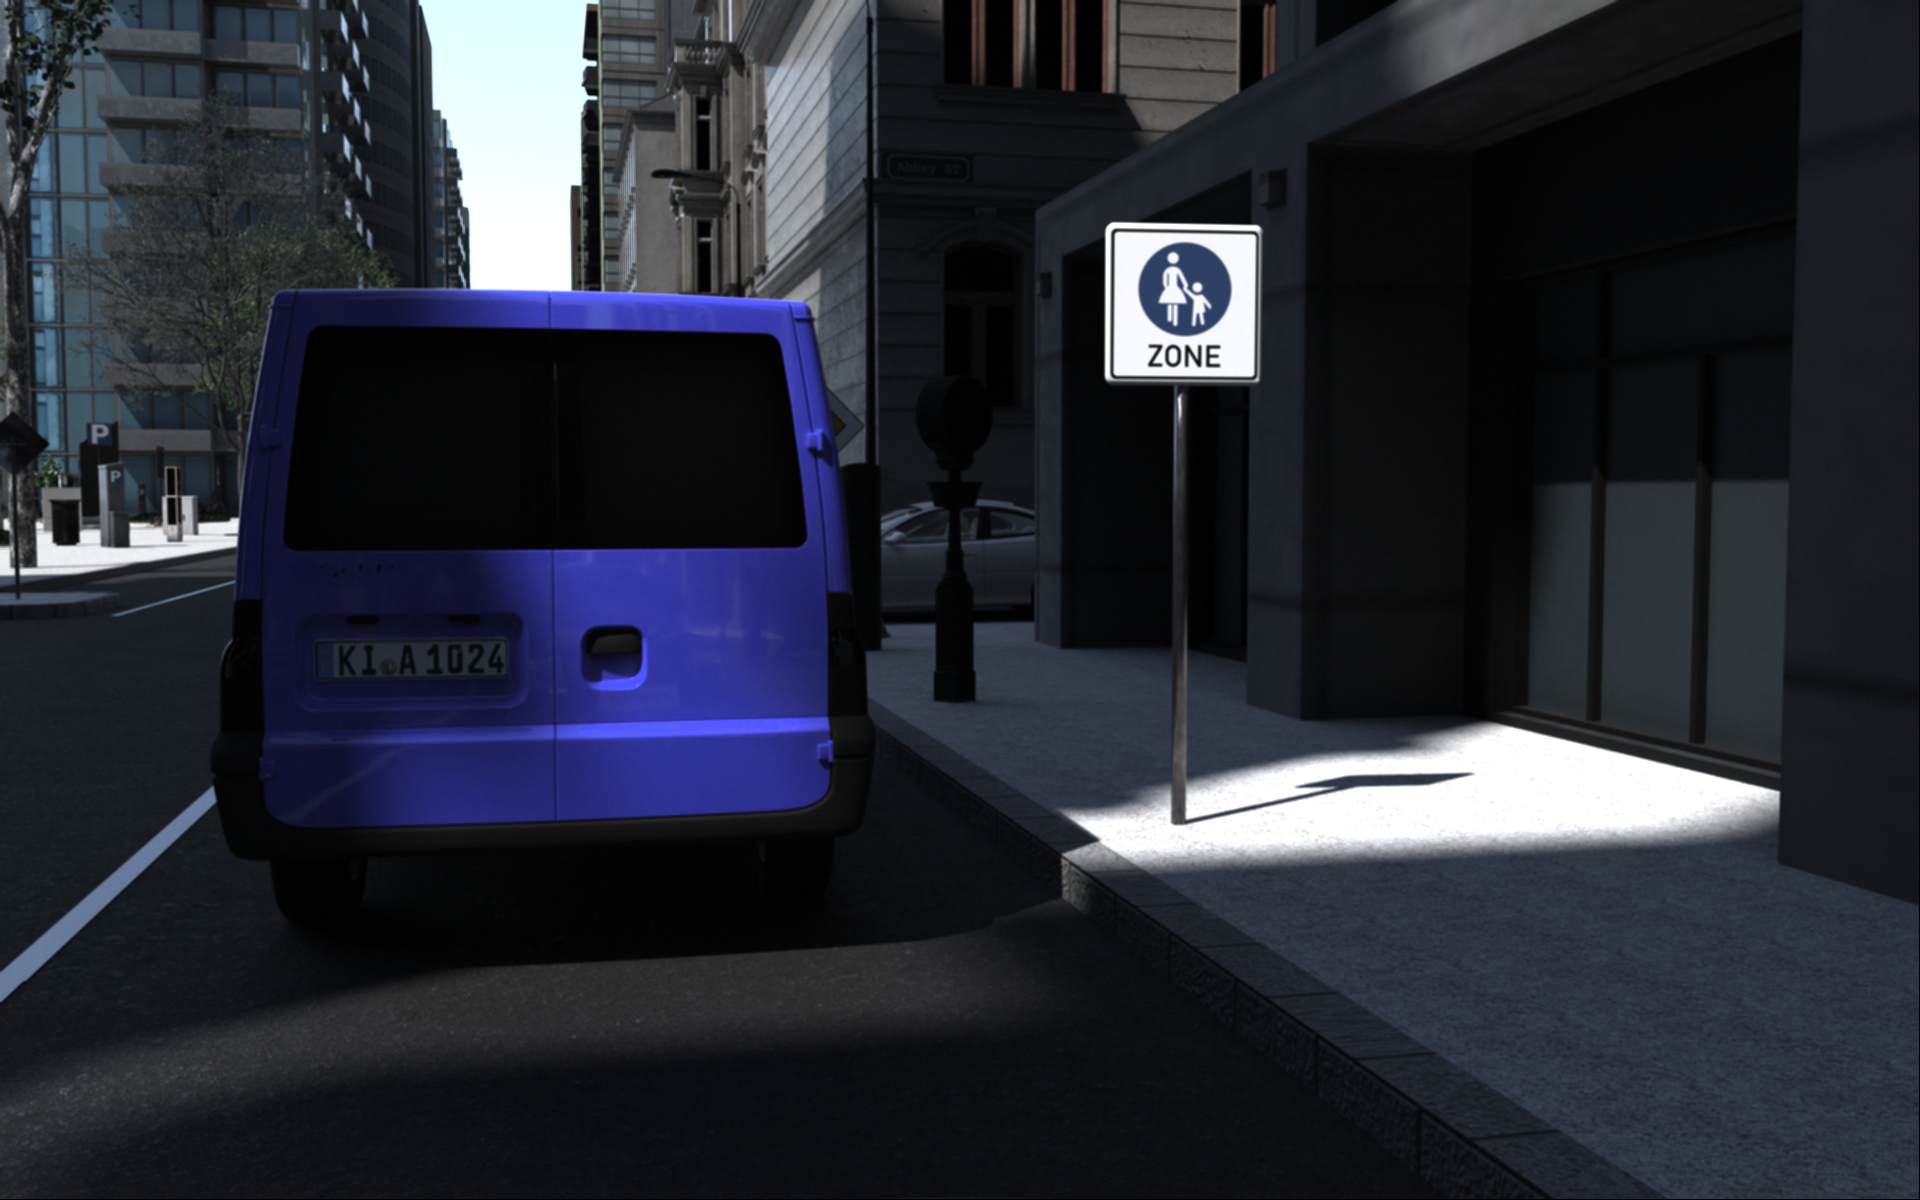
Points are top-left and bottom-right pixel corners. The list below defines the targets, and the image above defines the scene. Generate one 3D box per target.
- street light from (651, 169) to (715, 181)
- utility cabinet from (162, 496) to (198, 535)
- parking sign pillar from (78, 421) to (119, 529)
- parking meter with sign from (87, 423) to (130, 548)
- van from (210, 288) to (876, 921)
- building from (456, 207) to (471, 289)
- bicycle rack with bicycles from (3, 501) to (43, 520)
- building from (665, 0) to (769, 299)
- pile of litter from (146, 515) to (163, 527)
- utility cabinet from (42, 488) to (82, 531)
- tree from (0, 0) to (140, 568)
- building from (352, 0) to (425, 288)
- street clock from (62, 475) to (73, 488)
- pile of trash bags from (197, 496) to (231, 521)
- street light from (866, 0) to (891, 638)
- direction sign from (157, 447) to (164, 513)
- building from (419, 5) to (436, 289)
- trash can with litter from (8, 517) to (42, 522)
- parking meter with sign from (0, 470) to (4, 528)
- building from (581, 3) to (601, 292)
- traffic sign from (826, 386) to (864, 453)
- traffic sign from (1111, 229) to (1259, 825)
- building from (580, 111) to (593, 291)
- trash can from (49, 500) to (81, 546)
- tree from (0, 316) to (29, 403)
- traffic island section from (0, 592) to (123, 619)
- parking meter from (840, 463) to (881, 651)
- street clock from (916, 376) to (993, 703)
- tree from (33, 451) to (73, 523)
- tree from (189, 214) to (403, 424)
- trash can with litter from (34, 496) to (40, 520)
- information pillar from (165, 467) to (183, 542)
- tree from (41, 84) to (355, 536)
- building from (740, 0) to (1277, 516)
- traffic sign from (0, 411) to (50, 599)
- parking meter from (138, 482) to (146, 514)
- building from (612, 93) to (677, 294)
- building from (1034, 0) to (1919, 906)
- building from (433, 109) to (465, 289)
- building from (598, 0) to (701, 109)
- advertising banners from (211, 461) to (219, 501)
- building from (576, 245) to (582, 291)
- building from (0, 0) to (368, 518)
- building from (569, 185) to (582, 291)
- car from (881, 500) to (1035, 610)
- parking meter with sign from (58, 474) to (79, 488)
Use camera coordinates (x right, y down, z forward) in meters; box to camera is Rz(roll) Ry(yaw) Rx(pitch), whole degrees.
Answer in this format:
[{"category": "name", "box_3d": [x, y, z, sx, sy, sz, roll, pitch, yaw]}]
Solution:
[{"category": "street light", "box_3d": [-3.727, -3.211, 25.039, 1.470, 5.913, 1.316, -1, 4, -13]}, {"category": "utility cabinet", "box_3d": [-24.376, -2.628, 54.133, 1.020, 1.237, 0.306, 0, 4, 6]}, {"category": "parking sign pillar", "box_3d": [-31.494, -4.580, 63.347, 1.447, 3.967, 1.447, -3, 4, -38]}, {"category": "parking meter with sign", "box_3d": [-20.548, -2.792, 41.908, 0.543, 3.016, 1.738, -3, 5, -41]}, {"category": "van", "box_3d": [-1.728, -0.197, 7.606, 2.240, 2.365, 5.245, -1, 4, -12]}, {"category": "building", "box_3d": [-74.670, -33.923, 238.239, 14.154, 41.232, 14.086, -1, 4, -13]}, {"category": "bicycle rack with bicycles", "box_3d": [-46.915, -4.486, 86.731, 2.852, 0.926, 2.925, 1, 4, 10]}, {"category": "building", "box_3d": [-3.211, -14.900, 62.706, 14.460, 24.649, 34.723, -1, 4, -13]}, {"category": "pile of litter", "box_3d": [-31.124, -3.323, 68.289, 1.719, 0.858, 1.176, -1, 4, -14]}, {"category": "utility cabinet", "box_3d": [-30.579, -3.077, 58.996, 1.173, 1.500, 0.318, -2, 4, -30]}, {"category": "tree", "box_3d": [-17.800, -10.620, 29.520, 12.611, 20.169, 13.585, 0, 3, 0]}, {"category": "building", "box_3d": [-53.364, -36.180, 133.543, 21.231, 58.520, 28.212, -1, 4, -13]}, {"category": "street clock", "box_3d": [-33.882, -3.746, 65.815, 0.471, 2.002, 0.358, 3, 5, 41]}, {"category": "pile of trash bags", "box_3d": [-35.615, -4.495, 83.250, 3.447, 1.369, 1.912, -2, 4, -32]}, {"category": "street light", "box_3d": [-1.323, -2.613, 15.271, 1.470, 5.913, 1.316, -1, 4, -13]}, {"category": "direction sign", "box_3d": [-38.267, -5.563, 82.953, 0.379, 3.537, 0.876, 0, 4, -7]}, {"category": "building", "box_3d": [-54.723, -30.922, 155.680, 14.600, 45.320, 14.200, -1, 4, -13]}, {"category": "trash can with litter", "box_3d": [-43.190, -4.205, 79.801, 2.233, 1.210, 1.678, 1, 4, 14]}, {"category": "parking meter with sign", "box_3d": [-31.108, -3.631, 55.623, 0.543, 3.016, 1.738, -1, 4, -13]}, {"category": "building", "box_3d": [-22.820, -30.761, 157.574, 22.147, 44.769, 28.867, -1, 4, -13]}, {"category": "traffic sign", "box_3d": [-1.241, -0.715, 15.339, 0.795, 2.450, 0.064, -1, 4, -13]}, {"category": "traffic sign", "box_3d": [0.848, -0.277, 6.664, 0.606, 2.300, 0.079, 0, 4, -7]}, {"category": "building", "box_3d": [-34.205, -30.957, 189.742, 14.154, 41.232, 14.086, -1, 4, -13]}, {"category": "trash can", "box_3d": [-22.378, -1.938, 43.337, 0.748, 1.137, 0.748, 0, 3, 0]}, {"category": "tree", "box_3d": [-34.808, -6.723, 60.285, 4.737, 8.622, 4.395, 0, 3, 0]}, {"category": "traffic island section", "box_3d": [-11.536, 0.068, 21.172, 2.009, 0.180, 2.903, -1, 4, -13]}, {"category": "parking meter", "box_3d": [-0.836, -0.358, 14.268, 0.372, 1.533, 0.369, 0, 3, 0]}, {"category": "street clock", "box_3d": [-0.033, -0.375, 10.700, 0.358, 2.002, 0.471, 3, 5, 41]}, {"category": "tree", "box_3d": [-40.712, -5.063, 77.378, 1.663, 3.219, 1.824, 0, 3, 0]}, {"category": "tree", "box_3d": [-24.180, -8.424, 63.483, 9.928, 11.665, 9.643, 0, 3, 0]}, {"category": "trash can with litter", "box_3d": [-45.158, -4.437, 83.933, 1.055, 1.170, 0.624, 1, 4, 20]}, {"category": "information pillar", "box_3d": [-21.108, -2.570, 46.505, 0.304, 2.012, 0.304, 0, 4, -2]}, {"category": "tree", "box_3d": [-22.205, -8.725, 53.019, 12.009, 13.543, 11.850, 0, 3, 0]}, {"category": "building", "box_3d": [8.103, -15.018, 32.938, 23.554, 28.519, 14.401, -1, 4, -13]}, {"category": "traffic sign", "box_3d": [-11.515, -1.069, 21.116, 0.795, 2.450, 0.064, -1, 4, -13]}, {"category": "parking meter", "box_3d": [-40.620, -4.912, 86.014, 0.255, 1.863, 0.399, -1, 4, -12]}, {"category": "building", "box_3d": [-12.296, -14.617, 88.134, 9.793, 20.994, 18.267, -1, 4, -13]}, {"category": "building", "box_3d": [12.969, -34.684, 5.342, 20.563, 71.187, 20.611, -1, 4, -13]}, {"category": "building", "box_3d": [-73.280, -36.424, 215.137, 23.786, 49.044, 30.456, -1, 4, -13]}, {"category": "building", "box_3d": [-15.375, -25.969, 108.183, 14.154, 41.232, 14.086, -1, 4, -13]}, {"category": "advertising banners", "box_3d": [-38.726, -5.744, 90.104, 0.090, 3.025, 2.074, -1, 4, -13]}, {"category": "building", "box_3d": [-37.811, -26.421, 203.677, 14.160, 30.474, 14.107, -1, 4, -13]}, {"category": "building", "box_3d": [-48.218, -29.685, 104.955, 23.786, 49.044, 30.456, -1, 4, -13]}, {"category": "building", "box_3d": [-47.925, -36.414, 245.486, 14.600, 45.320, 14.200, -1, 4, -13]}, {"category": "car", "box_3d": [-0.316, -0.491, 20.393, 4.827, 1.381, 2.083, -1, 4, -13]}, {"category": "parking meter with sign", "box_3d": [-34.371, -4.315, 66.808, 1.738, 3.016, 0.543, -3, 4, -36]}]
